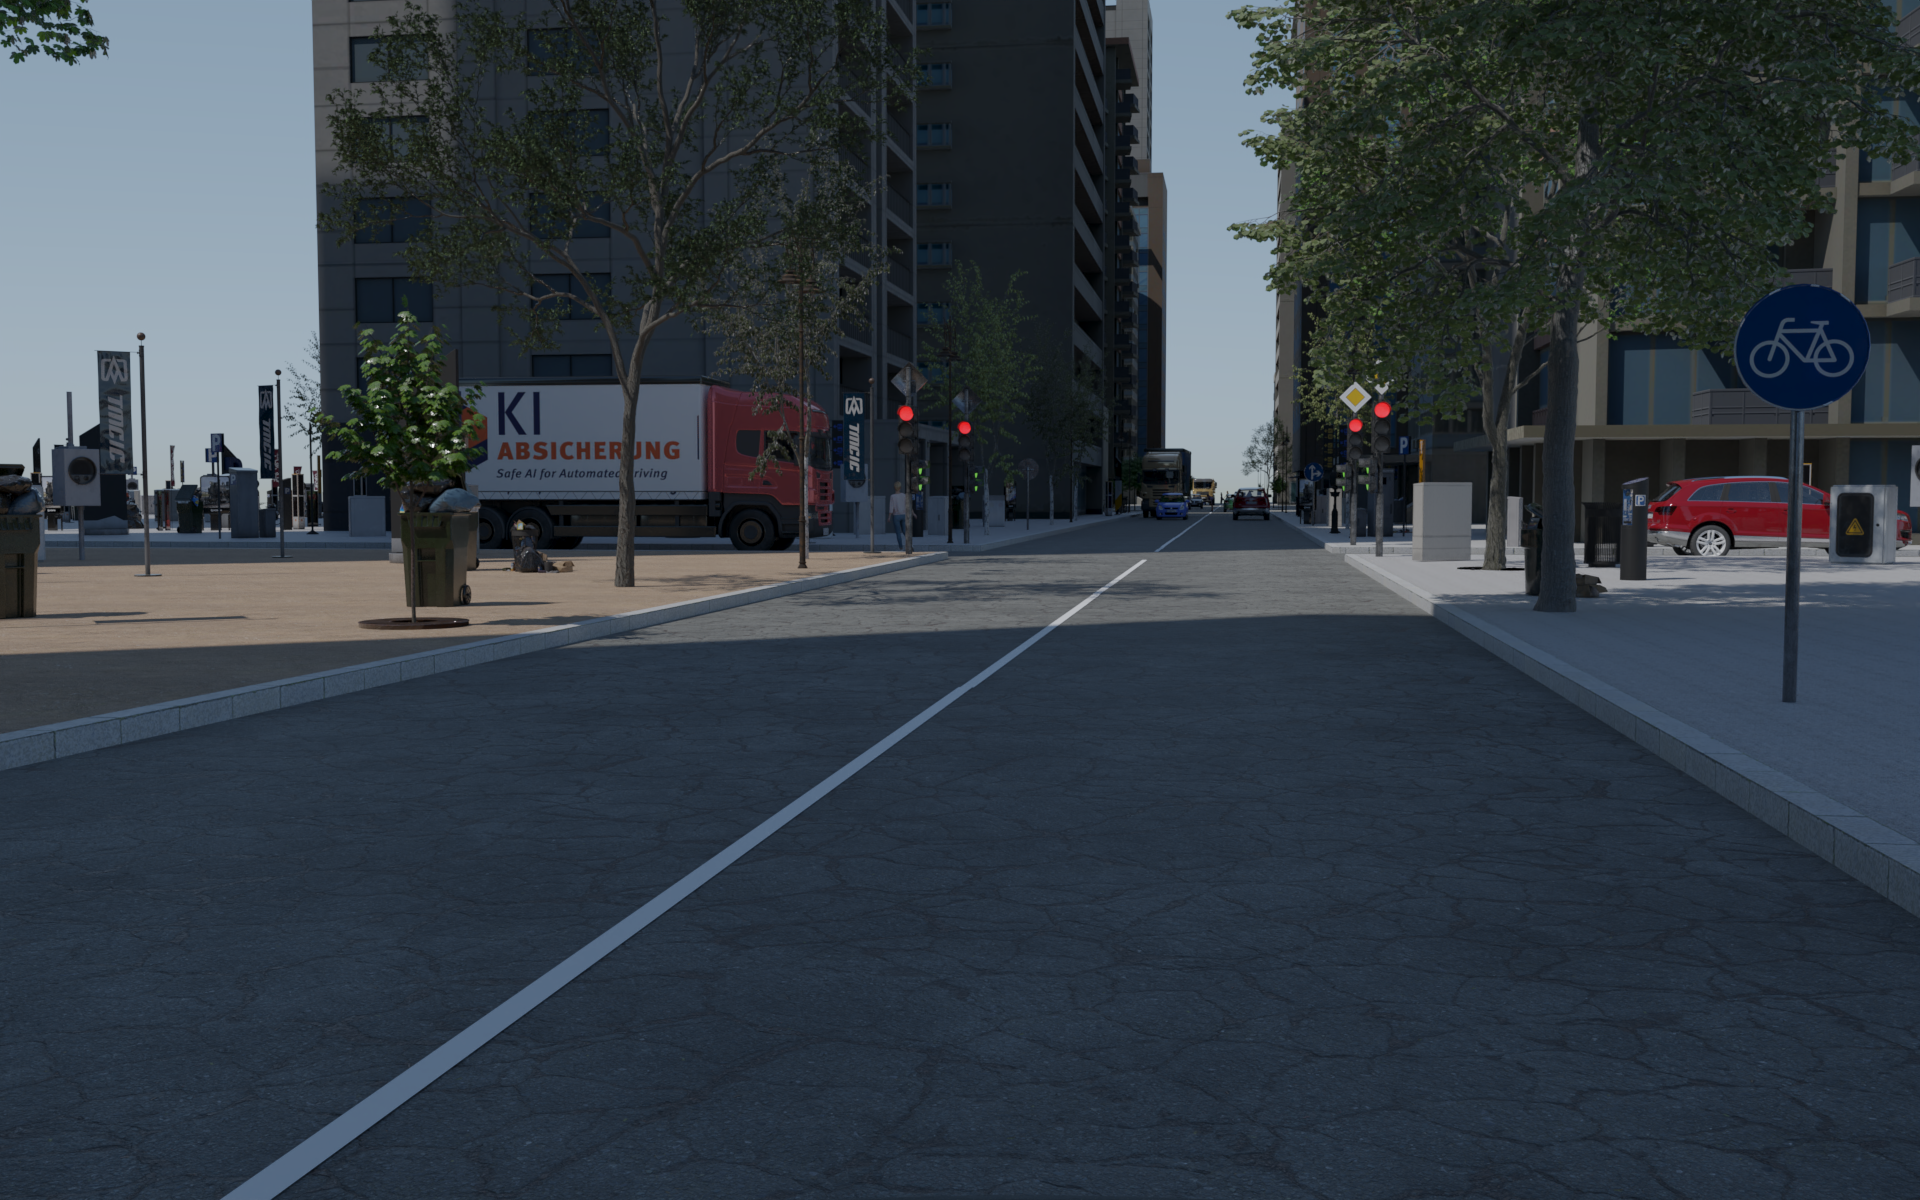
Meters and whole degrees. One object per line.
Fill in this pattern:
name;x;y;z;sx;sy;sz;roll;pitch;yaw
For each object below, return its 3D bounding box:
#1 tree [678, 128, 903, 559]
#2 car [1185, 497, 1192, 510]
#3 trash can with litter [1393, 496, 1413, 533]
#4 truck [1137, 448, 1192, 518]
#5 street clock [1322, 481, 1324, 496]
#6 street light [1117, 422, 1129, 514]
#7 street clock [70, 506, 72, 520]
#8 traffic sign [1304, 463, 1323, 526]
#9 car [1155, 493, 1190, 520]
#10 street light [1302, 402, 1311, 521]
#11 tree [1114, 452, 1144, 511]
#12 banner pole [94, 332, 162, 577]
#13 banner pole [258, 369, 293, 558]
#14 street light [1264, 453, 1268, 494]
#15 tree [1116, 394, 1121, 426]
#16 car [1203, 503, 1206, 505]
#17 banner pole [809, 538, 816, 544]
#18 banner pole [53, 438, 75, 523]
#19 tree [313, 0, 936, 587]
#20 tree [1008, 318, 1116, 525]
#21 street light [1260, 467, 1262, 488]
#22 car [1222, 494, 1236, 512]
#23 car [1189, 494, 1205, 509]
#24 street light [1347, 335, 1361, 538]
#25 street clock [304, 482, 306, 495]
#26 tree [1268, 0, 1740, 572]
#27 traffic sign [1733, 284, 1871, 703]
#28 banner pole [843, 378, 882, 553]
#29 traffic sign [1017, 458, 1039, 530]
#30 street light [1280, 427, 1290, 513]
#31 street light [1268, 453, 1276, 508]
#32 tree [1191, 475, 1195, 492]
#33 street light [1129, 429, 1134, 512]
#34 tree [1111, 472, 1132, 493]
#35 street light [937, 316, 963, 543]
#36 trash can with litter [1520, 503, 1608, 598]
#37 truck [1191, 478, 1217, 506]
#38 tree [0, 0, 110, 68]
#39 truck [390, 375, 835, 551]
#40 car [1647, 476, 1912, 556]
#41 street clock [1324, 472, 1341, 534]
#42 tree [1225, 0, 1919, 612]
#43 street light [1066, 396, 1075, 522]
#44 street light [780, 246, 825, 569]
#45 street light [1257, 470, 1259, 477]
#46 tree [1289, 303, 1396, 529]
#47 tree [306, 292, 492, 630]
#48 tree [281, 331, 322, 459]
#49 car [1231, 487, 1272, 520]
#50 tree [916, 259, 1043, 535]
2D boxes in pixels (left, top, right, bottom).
tree;-3.309;-5.122;34.107;4.360;8.622;3.978;0;3;0
car;20.357;-8.958;159.037;1.945;1.354;3.894;0;4;8
trash can with litter;14.868;-2.816;57.094;2.233;1.210;1.678;1;4;10
truck;12.888;-7.292;108.129;2.839;4.237;11.283;1;4;11
street clock;16.870;-4.601;79.801;0.358;2.002;0.471;0;4;7
street light;10.357;-8.471;111.281;0.468;5.910;1.993;1;4;9
street clock;-44.753;-5.056;87.238;0.471;2.002;0.358;-2;4;-35
traffic sign;14.323;-4.286;70.175;0.768;2.556;0.104;1;4;9
car;11.874;-5.335;96.811;1.945;1.707;3.694;1;4;9
street light;16.643;-6.763;83.365;0.468;5.910;1.993;1;4;9
tree;13.564;-9.162;133.518;4.285;4.588;4.351;0;3;0
banner pole;-12.859;-2.248;26.775;0.863;3.779;0.401;-2;4;-35
banner pole;-13.867;-2.748;34.950;0.863;3.779;0.401;2;4;31
street light;34.036;-13.407;191.991;0.468;5.910;1.993;1;4;9
tree;5.647;-8.143;83.498;4.360;8.622;3.978;0;3;0
car;31.870;-13.478;229.951;1.945;1.707;3.694;0;4;8
banner pole;-4.012;-3.376;45.220;0.401;3.779;0.863;-1;4;-15
banner pole;-39.854;-5.320;76.991;0.401;3.779;0.863;2;4;30
tree;-4.637;-5.436;23.285;8.767;10.594;7.601;0;4;-4
tree;3.883;-7.430;71.838;4.360;8.622;3.978;0;3;0
street light;36.649;-14.396;208.155;0.468;5.910;1.993;1;4;9
car;21.762;-7.657;136.993;2.131;1.459;4.920;1;4;9
car;22.957;-9.782;169.720;2.009;1.686;4.222;0;4;7
street light;11.430;-4.743;50.333;0.468;5.910;1.993;1;4;9
street clock;-39.522;-6.084;104.050;0.358;2.002;0.471;1;4;18
tree;8.981;-6.297;28.715;9.928;11.665;9.643;0;3;0
traffic sign;5.116;-0.642;10.606;0.768;2.556;0.104;1;4;13
banner pole;-2.130;-2.905;37.511;0.863;3.779;0.401;1;4;8
traffic sign;2.420;-3.774;61.805;0.768;2.556;0.104;1;4;11
street light;23.358;-9.327;125.290;0.468;5.910;1.993;1;4;9
street light;28.681;-11.347;158.304;0.468;5.910;1.993;1;4;9
tree;36.146;-17.867;275.837;4.285;4.588;4.351;0;3;0
street light;11.828;-9.046;120.691;0.468;5.910;1.993;1;4;9
tree;11.969;-8.178;128.308;1.663;3.219;1.824;0;3;0
street light;-0.256;-4.422;45.090;0.468;5.910;1.993;1;4;9
trash can with litter;7.603;-0.635;21.776;1.055;1.170;0.624;3;5;39
truck;30.511;-13.497;216.600;3.469;3.379;9.791;1;4;10
tree;-6.679;-5.057;8.436;9.928;11.665;9.643;0;3;0
truck;-8.122;-3.266;42.316;11.283;4.237;2.839;1;4;9
car;17.481;-1.742;37.156;5.304;1.827;2.281;1;4;11
street clock;12.153;-3.154;56.144;0.358;2.002;0.471;2;4;31
tree;6.915;-6.133;18.399;7.486;12.596;7.792;0;3;0
street light;5.032;-6.451;78.267;0.468;5.910;1.993;1;4;9
street light;-2.715;-3.481;29.703;0.468;5.910;1.993;1;4;9
street light;41.967;-16.450;241.736;0.468;5.910;1.993;1;4;9
tree;14.284;-6.941;63.843;4.737;8.622;4.395;0;3;0
tree;-5.415;-1.349;16.664;1.663;3.219;1.824;0;3;0
tree;-27.780;-7.751;77.099;4.737;8.622;4.395;0;3;0
car;16.236;-5.375;96.554;2.281;1.827;5.304;1;4;9
tree;0.712;-6.321;53.712;4.737;8.622;4.395;0;3;0
